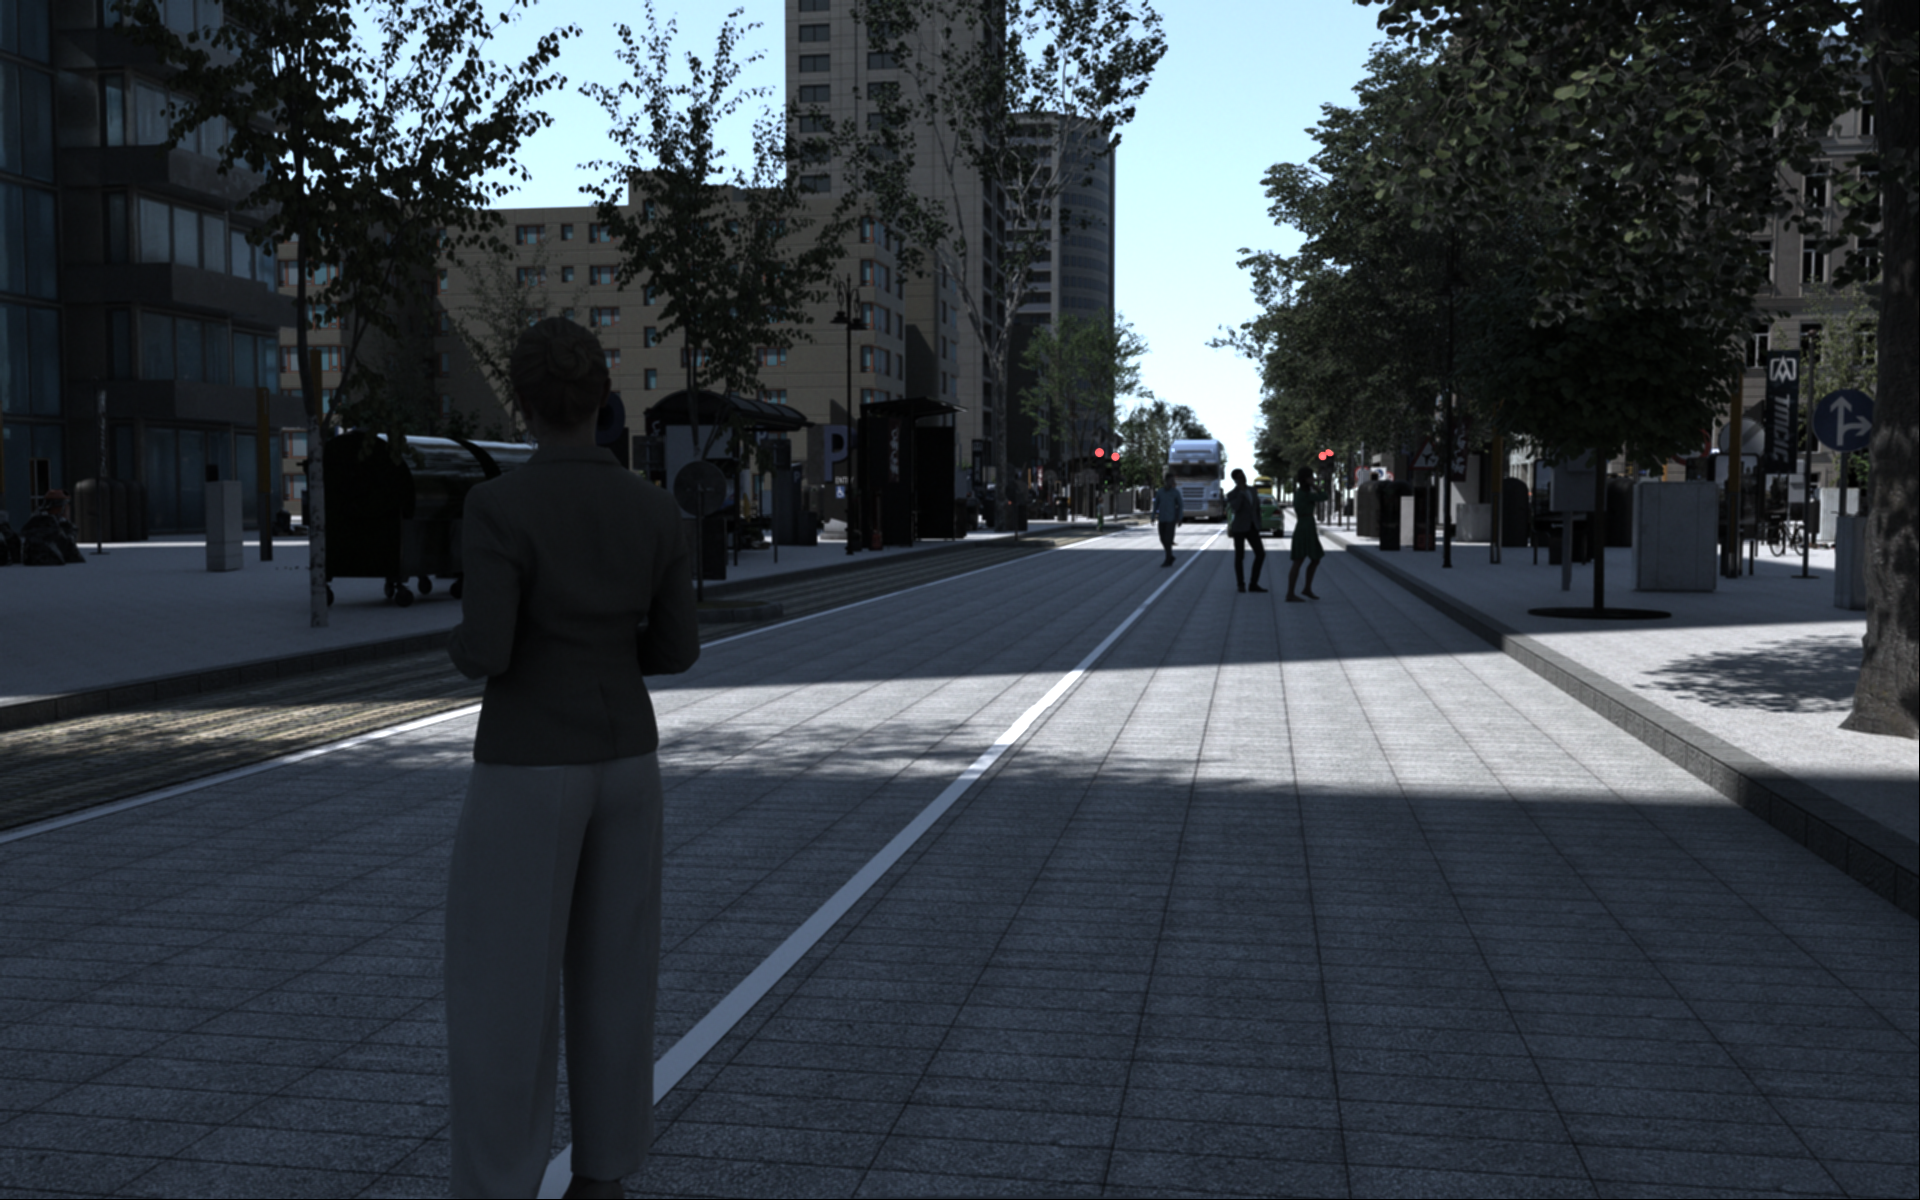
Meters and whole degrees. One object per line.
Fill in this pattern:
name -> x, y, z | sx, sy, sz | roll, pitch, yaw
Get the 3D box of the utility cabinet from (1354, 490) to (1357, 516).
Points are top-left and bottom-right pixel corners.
utility cabinet -> 22.967, -5.482, 98.311 | 1.173, 1.500, 0.318 | 1, 4, 20

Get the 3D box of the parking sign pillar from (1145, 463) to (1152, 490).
parking sign pillar -> 15.898, -9.783, 148.426 | 1.447, 3.967, 1.447 | -3, 5, -44

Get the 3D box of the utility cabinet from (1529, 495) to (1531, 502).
utility cabinet -> 26.852, -4.282, 81.169 | 1.020, 1.237, 0.306 | 0, 4, 1

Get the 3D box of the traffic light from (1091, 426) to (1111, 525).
traffic light -> 5.780, -5.037, 71.283 | 0.839, 4.253, 0.868 | 1, 4, 10

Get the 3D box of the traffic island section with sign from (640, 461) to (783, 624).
traffic island section with sign -> -3.127, -0.692, 19.947 | 1.989, 1.847, 2.006 | 1, 4, 10

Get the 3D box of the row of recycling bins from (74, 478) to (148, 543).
row of recycling bins -> -22.792, -2.418, 46.653 | 1.069, 1.692, 3.534 | 0, 4, -6

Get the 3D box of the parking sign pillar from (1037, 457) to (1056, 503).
parking sign pillar -> 6.200, -8.316, 124.445 | 1.447, 3.967, 1.447 | -1, 4, -11

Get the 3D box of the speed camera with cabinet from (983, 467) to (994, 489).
speed camera with cabinet -> 2.658, -8.066, 126.221 | 2.038, 3.252, 0.660 | -2, 4, -26

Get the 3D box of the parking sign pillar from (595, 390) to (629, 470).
parking sign pillar -> -6.734, -2.674, 32.188 | 1.447, 3.967, 1.447 | 2, 4, 30

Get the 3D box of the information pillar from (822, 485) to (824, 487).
information pillar -> -7.327, -6.268, 93.839 | 0.183, 3.616, 0.504 | -3, 4, -38

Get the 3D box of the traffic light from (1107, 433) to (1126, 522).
traffic light -> 7.137, -5.519, 79.153 | 0.839, 4.253, 0.868 | 1, 4, 10

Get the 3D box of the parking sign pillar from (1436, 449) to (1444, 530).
parking sign pillar -> 17.761, -4.522, 62.404 | 1.447, 3.967, 1.447 | 1, 4, 12

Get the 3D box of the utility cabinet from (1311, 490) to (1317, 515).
utility cabinet -> 21.844, -5.945, 105.883 | 0.318, 1.500, 1.173 | -3, 4, -38

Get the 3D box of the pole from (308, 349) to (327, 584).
pole -> -9.119, -1.880, 24.577 | 0.158, 3.312, 0.155 | 0, 3, 0

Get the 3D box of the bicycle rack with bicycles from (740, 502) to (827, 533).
bicycle rack with bicycles -> -5.446, -2.658, 56.847 | 2.925, 0.926, 2.852 | 0, 4, 3

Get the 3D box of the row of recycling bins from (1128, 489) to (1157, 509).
row of recycling bins -> 15.306, -8.454, 145.338 | 1.069, 1.692, 3.534 | 3, 5, 43

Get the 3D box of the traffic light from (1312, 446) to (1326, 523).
traffic light -> 16.218, -5.424, 77.608 | 0.839, 4.253, 0.868 | 1, 4, 10

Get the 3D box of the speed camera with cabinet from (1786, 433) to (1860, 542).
speed camera with cabinet -> 23.143, -3.206, 46.762 | 2.038, 3.252, 0.660 | 0, 4, 1

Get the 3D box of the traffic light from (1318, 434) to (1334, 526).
traffic light -> 14.860, -4.943, 69.739 | 0.839, 4.253, 0.868 | 1, 4, 10

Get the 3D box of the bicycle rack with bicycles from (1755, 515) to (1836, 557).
bicycle rack with bicycles -> 17.711, -1.349, 35.431 | 2.852, 0.926, 2.925 | 3, 5, 43

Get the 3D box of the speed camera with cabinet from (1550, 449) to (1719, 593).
speed camera with cabinet -> 8.915, -1.749, 22.931 | 2.038, 3.252, 0.660 | 1, 4, 14

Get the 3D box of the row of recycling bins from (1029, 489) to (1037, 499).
row of recycling bins -> 5.911, -7.866, 135.716 | 3.534, 1.692, 1.069 | -2, 4, -27

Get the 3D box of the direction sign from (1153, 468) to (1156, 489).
direction sign -> 17.241, -9.876, 153.467 | 0.379, 3.537, 0.876 | 0, 4, -7

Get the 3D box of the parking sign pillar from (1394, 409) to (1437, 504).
parking sign pillar -> 14.149, -4.071, 55.040 | 1.447, 3.967, 1.447 | 2, 4, 27

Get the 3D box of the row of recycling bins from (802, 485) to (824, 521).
row of recycling bins -> -7.656, -4.635, 82.890 | 3.534, 1.692, 1.069 | 3, 5, 44

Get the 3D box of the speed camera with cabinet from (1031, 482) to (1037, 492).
speed camera with cabinet -> 5.584, -9.103, 143.161 | 0.660, 3.252, 2.038 | -3, 4, -38

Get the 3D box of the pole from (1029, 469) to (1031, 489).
pole -> 5.600, -8.848, 138.515 | 0.158, 3.312, 0.155 | 0, 3, 0

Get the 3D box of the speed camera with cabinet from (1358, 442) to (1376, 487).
speed camera with cabinet -> 15.366, -4.307, 64.749 | 0.660, 3.252, 2.038 | 0, 4, 2

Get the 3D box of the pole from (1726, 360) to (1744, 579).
pole -> 11.753, -1.983, 26.270 | 0.158, 3.312, 0.155 | 0, 3, 0

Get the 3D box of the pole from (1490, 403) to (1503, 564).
pole -> 9.876, -2.324, 31.838 | 0.158, 3.312, 0.155 | 0, 3, 0

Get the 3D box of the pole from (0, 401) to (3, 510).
pole -> -20.995, -2.693, 37.866 | 0.158, 3.312, 0.155 | 0, 3, 0

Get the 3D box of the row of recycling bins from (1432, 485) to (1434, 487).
row of recycling bins -> 17.586, -3.660, 66.961 | 3.534, 1.692, 1.069 | 0, 4, 1

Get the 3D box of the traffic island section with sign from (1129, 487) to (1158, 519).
traffic island section with sign -> 10.943, -5.684, 101.560 | 1.989, 1.847, 2.006 | 1, 4, 10

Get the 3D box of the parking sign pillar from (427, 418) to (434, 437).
parking sign pillar -> -18.819, -4.497, 61.994 | 1.447, 3.967, 1.447 | -1, 4, -23

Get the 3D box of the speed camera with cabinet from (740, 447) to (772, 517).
speed camera with cabinet -> -8.539, -4.813, 73.023 | 2.038, 3.252, 0.660 | -1, 4, -13

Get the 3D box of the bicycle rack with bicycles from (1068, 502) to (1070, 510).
bicycle rack with bicycles -> 9.806, -7.532, 136.535 | 2.852, 0.926, 2.925 | 0, 4, -8

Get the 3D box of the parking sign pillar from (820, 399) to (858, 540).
parking sign pillar -> -3.238, -3.691, 48.812 | 1.447, 3.967, 1.447 | 3, 5, 40

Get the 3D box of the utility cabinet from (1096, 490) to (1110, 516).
utility cabinet -> 8.217, -5.577, 99.863 | 0.318, 1.500, 1.173 | 2, 4, 31

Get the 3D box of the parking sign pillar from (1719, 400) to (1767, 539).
parking sign pillar -> 22.673, -3.771, 50.130 | 1.447, 3.967, 1.447 | -2, 4, -34

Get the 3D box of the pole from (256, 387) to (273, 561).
pole -> -13.337, -2.408, 33.206 | 0.158, 3.312, 0.155 | 0, 3, 0

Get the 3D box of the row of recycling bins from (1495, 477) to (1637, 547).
row of recycling bins -> 14.753, -2.139, 42.090 | 3.534, 1.692, 1.069 | 0, 4, 1

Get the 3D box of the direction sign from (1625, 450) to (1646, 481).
direction sign -> 29.253, -5.078, 75.015 | 0.876, 3.537, 0.379 | 2, 4, 29

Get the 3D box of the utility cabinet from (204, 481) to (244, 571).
utility cabinet -> -12.364, -1.248, 29.081 | 0.318, 1.500, 1.173 | -1, 4, -9

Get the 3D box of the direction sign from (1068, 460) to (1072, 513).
direction sign -> 7.390, -7.533, 115.166 | 0.379, 3.537, 0.876 | 2, 4, 32

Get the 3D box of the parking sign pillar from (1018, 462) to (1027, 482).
parking sign pillar -> 5.298, -9.692, 146.934 | 1.447, 3.967, 1.447 | 1, 4, 16

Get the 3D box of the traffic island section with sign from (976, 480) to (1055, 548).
traffic island section with sign -> 1.537, -2.352, 47.084 | 1.989, 1.847, 2.006 | 1, 4, 10

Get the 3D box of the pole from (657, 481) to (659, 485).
pole -> -16.889, -6.282, 96.558 | 0.158, 3.312, 0.155 | 0, 3, 0

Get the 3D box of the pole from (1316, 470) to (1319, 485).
pole -> 24.104, -7.512, 116.670 | 0.158, 3.312, 0.155 | 0, 3, 0

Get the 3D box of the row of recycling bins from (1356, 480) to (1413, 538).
row of recycling bins -> 12.512, -2.691, 51.106 | 1.069, 1.692, 3.534 | 0, 4, -3

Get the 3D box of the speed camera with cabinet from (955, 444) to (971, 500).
speed camera with cabinet -> -0.502, -4.525, 68.326 | 0.660, 3.252, 2.038 | -2, 4, -32

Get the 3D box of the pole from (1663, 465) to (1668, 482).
pole -> 32.019, -5.189, 78.684 | 0.158, 3.312, 0.155 | 0, 3, 0

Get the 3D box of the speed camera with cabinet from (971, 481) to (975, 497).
speed camera with cabinet -> 0.453, -7.327, 114.129 | 0.660, 3.252, 2.038 | 1, 4, 14

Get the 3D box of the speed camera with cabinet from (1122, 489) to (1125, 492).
speed camera with cabinet -> 11.341, -8.178, 128.041 | 2.038, 3.252, 0.660 | -2, 4, -33

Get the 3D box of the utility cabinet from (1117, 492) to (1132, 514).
utility cabinet -> 10.294, -6.130, 108.911 | 1.173, 1.500, 0.318 | -2, 4, -35

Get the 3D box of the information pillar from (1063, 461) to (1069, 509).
information pillar -> 7.358, -8.045, 122.895 | 0.183, 3.616, 0.504 | -1, 4, -16

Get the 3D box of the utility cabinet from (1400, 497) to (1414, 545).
utility cabinet -> 11.394, -2.001, 43.882 | 1.020, 1.237, 0.306 | 3, 5, 41

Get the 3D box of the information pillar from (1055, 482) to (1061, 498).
information pillar -> 5.815, -5.986, 102.356 | 0.304, 2.012, 0.304 | 1, 4, 15
